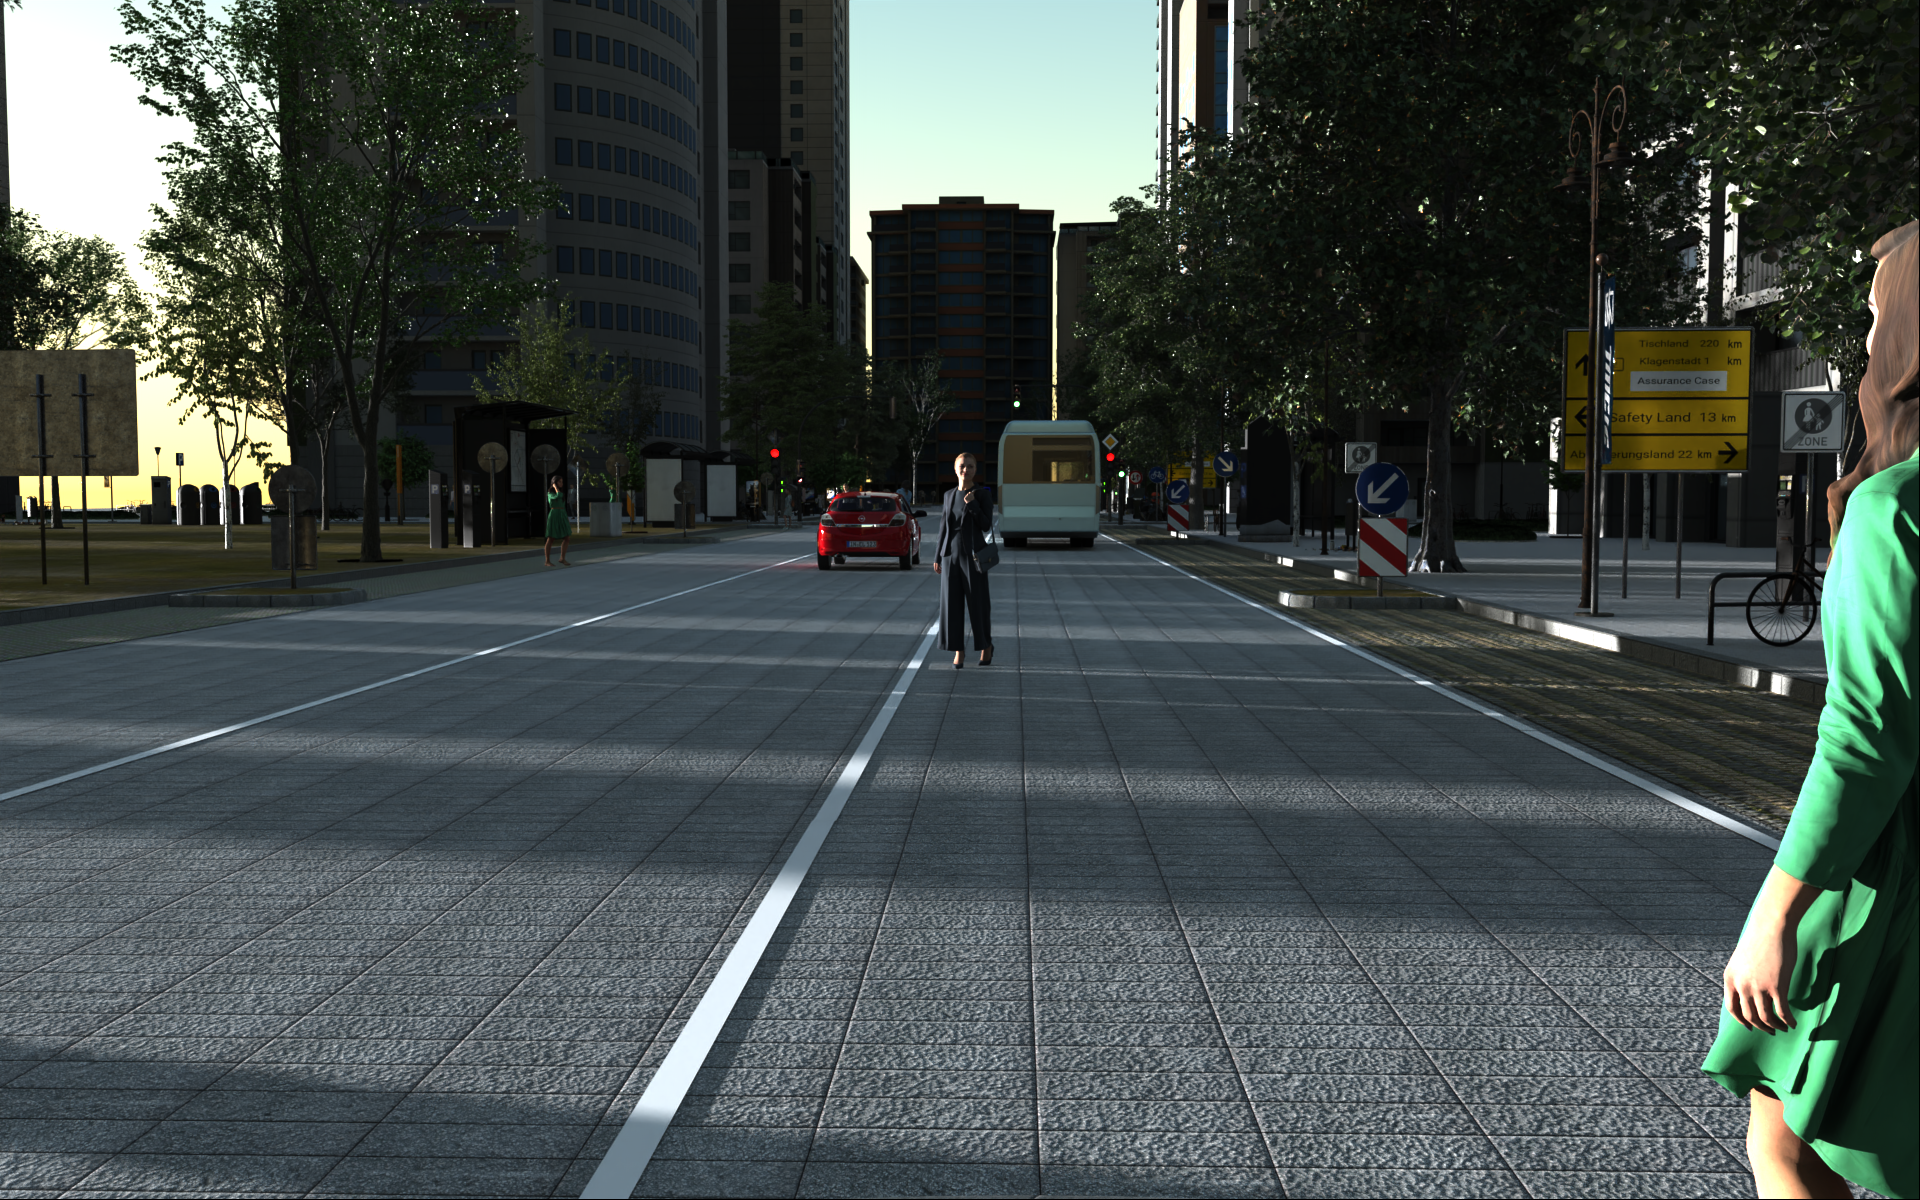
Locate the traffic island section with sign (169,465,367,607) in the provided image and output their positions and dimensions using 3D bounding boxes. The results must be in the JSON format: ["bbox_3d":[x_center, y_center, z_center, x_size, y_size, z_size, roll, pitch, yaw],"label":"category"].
[{"bbox_3d":[-8.947,-0.861,22.704,1.989,1.847,2.006,0,4,2],"label":"traffic island section with sign"}]

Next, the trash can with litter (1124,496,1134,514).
[{"bbox_3d":[11.192,-6.022,109.511,2.233,1.210,1.678,0,4,-1],"label":"trash can with litter"}]

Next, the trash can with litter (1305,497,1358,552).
[{"bbox_3d":[8.789,-1.702,38.883,1.678,1.210,2.233,0,4,-3],"label":"trash can with litter"}]

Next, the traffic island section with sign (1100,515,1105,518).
[{"bbox_3d":[7.718,-5.884,104.828,1.989,1.847,2.006,0,4,2],"label":"traffic island section with sign"}]

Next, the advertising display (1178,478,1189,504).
[{"bbox_3d":[9.140,-4.011,70.795,0.123,1.923,0.974,-1,4,-13],"label":"advertising display"}]

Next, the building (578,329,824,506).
[{"bbox_3d":[-28.842,-19.977,171.666,27.650,21.520,28.899,0,4,2],"label":"building"}]

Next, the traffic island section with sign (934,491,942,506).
[{"bbox_3d":[-3.152,-12.300,209.725,1.989,1.847,2.006,0,4,2],"label":"traffic island section with sign"}]

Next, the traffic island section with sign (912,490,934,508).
[{"bbox_3d":[-4.001,-10.624,182.329,1.989,1.847,2.006,0,4,2],"label":"traffic island section with sign"}]

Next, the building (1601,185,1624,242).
[{"bbox_3d":[72.631,-35.923,211.036,21.600,48.544,21.300,0,4,2],"label":"building"}]

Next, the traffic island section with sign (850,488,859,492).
[{"bbox_3d":[-6.390,-5.913,105.300,1.989,1.847,2.006,0,4,2],"label":"traffic island section with sign"}]

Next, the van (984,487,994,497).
[{"bbox_3d":[1.848,-9.050,152.354,2.240,2.365,5.245,0,4,1],"label":"van"}]

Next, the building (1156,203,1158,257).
[{"bbox_3d":[39.721,-38.656,255.730,21.600,48.544,21.300,0,4,2],"label":"building"}]

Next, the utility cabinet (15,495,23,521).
[{"bbox_3d":[-45.328,-4.422,83.462,0.306,1.237,1.020,-2,4,-28],"label":"utility cabinet"}]

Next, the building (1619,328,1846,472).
[{"bbox_3d":[57.480,-15.543,99.161,28.899,21.520,27.650,0,4,2],"label":"building"}]

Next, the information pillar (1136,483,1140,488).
[{"bbox_3d":[12.278,-7.072,120.125,0.304,2.012,0.304,3,5,42],"label":"information pillar"}]

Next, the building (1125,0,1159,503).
[{"bbox_3d":[32.001,-54.600,205.386,22.319,86.520,31.000,0,4,2],"label":"building"}]

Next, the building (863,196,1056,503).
[{"bbox_3d":[-0.406,-36.865,257.372,28.867,44.769,22.147,0,4,2],"label":"building"}]

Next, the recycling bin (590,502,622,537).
[{"bbox_3d":[-10.615,-2.407,51.903,0.722,1.027,0.722,1,4,18],"label":"recycling bin"}]

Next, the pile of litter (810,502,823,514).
[{"bbox_3d":[-9.223,-5.919,110.736,1.719,0.858,1.176,2,4,27],"label":"pile of litter"}]

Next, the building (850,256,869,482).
[{"bbox_3d":[-26.695,-34.995,264.050,23.993,40.220,32.217,0,4,2],"label":"building"}]

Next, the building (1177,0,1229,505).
[{"bbox_3d":[25.908,-30.305,145.599,14.600,45.320,14.200,0,4,2],"label":"building"}]

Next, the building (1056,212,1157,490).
[{"bbox_3d":[21.188,-34.821,252.921,14.086,41.232,14.154,0,4,2],"label":"building"}]

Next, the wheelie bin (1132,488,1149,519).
[{"bbox_3d":[9.327,-4.987,89.447,0.980,1.594,0.693,3,4,37],"label":"wheelie bin"}]

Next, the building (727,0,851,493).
[{"bbox_3d":[-24.527,-47.355,212.506,20.611,71.187,20.563,0,4,2],"label":"building"}]

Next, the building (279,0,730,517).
[{"bbox_3d":[-27.305,-34.641,108.376,21.231,58.520,28.212,0,4,2],"label":"building"}]

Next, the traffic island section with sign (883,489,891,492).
[{"bbox_3d":[-5.554,-7.561,132.242,1.989,1.847,2.006,0,4,2],"label":"traffic island section with sign"}]

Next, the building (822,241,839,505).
[{"bbox_3d":[-21.251,-25.745,192.632,14.160,30.474,14.107,0,4,2],"label":"building"}]

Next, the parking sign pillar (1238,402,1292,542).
[{"bbox_3d":[8.209,-3.550,46.517,1.447,3.967,1.447,-1,4,-17],"label":"parking sign pillar"}]

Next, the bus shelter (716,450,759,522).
[{"bbox_3d":[-10.973,-5.412,82.407,2.014,3.302,5.546,0,4,2],"label":"bus shelter"}]

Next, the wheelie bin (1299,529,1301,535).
[{"bbox_3d":[10.581,-2.851,54.524,0.693,1.594,0.980,1,4,16],"label":"wheelie bin"}]

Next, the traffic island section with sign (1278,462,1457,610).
[{"bbox_3d":[5.167,-0.837,22.310,1.989,1.847,2.006,0,4,2],"label":"traffic island section with sign"}]

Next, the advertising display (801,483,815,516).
[{"bbox_3d":[-8.944,-5.871,101.203,0.974,1.923,0.123,-2,4,-31],"label":"advertising display"}]

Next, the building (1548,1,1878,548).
[{"bbox_3d":[28.988,-37.017,43.475,20.563,71.187,20.611,0,4,2],"label":"building"}]

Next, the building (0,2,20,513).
[{"bbox_3d":[-68.845,-40.195,95.440,20.611,71.187,20.563,0,4,2],"label":"building"}]

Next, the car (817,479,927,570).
[{"bbox_3d":[-1.748,-1.538,34.193,2.155,1.783,4.494,0,4,2],"label":"car"}]

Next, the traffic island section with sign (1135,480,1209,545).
[{"bbox_3d":[6.016,-2.485,49.252,1.989,1.847,2.006,0,4,2],"label":"traffic island section with sign"}]

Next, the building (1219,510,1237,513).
[{"bbox_3d":[28.578,-35.104,115.948,21.231,58.520,28.212,0,4,2],"label":"building"}]

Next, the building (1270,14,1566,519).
[{"bbox_3d":[24.650,-19.707,93.903,14.107,30.474,14.160,0,4,2],"label":"building"}]

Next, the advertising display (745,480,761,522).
[{"bbox_3d":[-9.540,-4.568,79.904,0.974,1.923,0.123,3,5,44],"label":"advertising display"}]

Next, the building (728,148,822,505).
[{"bbox_3d":[-19.968,-23.052,148.596,14.160,30.474,14.107,0,4,2],"label":"building"}]

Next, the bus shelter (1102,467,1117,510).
[{"bbox_3d":[12.104,-9.357,144.270,1.731,3.624,6.357,0,4,2],"label":"bus shelter"}]

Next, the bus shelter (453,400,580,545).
[{"bbox_3d":[-11.799,-3.377,46.490,1.731,3.624,6.357,0,4,2],"label":"bus shelter"}]

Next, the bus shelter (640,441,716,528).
[{"bbox_3d":[-11.241,-4.558,68.451,2.014,3.302,5.546,0,4,2],"label":"bus shelter"}]

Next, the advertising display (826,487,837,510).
[{"bbox_3d":[-9.300,-7.353,125.440,0.974,1.923,0.123,3,5,41],"label":"advertising display"}]

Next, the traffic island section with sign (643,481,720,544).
[{"bbox_3d":[-8.068,-2.564,50.551,1.989,1.847,2.006,0,4,2],"label":"traffic island section with sign"}]

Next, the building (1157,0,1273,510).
[{"bbox_3d":[30.735,-38.821,176.715,21.231,58.520,28.212,0,4,2],"label":"building"}]

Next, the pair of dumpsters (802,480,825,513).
[{"bbox_3d":[-9.967,-6.877,114.926,1.574,2.255,4.437,0,4,2],"label":"pair of dumpsters"}]

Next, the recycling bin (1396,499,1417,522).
[{"bbox_3d":[20.805,-4.170,80.740,0.722,1.027,0.722,-1,4,-18],"label":"recycling bin"}]

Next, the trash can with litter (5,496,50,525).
[{"bbox_3d":[-39.183,-3.779,72.836,2.233,1.210,1.678,2,4,24],"label":"trash can with litter"}]

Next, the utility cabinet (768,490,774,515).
[{"bbox_3d":[-11.328,-5.825,103.913,0.318,1.500,1.173,0,4,-2],"label":"utility cabinet"}]

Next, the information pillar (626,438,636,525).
[{"bbox_3d":[-13.815,-4.971,72.628,0.183,3.616,0.504,-3,4,-39],"label":"information pillar"}]

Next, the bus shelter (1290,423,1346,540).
[{"bbox_3d":[9.811,-3.489,50.977,2.014,3.302,5.546,0,4,2],"label":"bus shelter"}]
